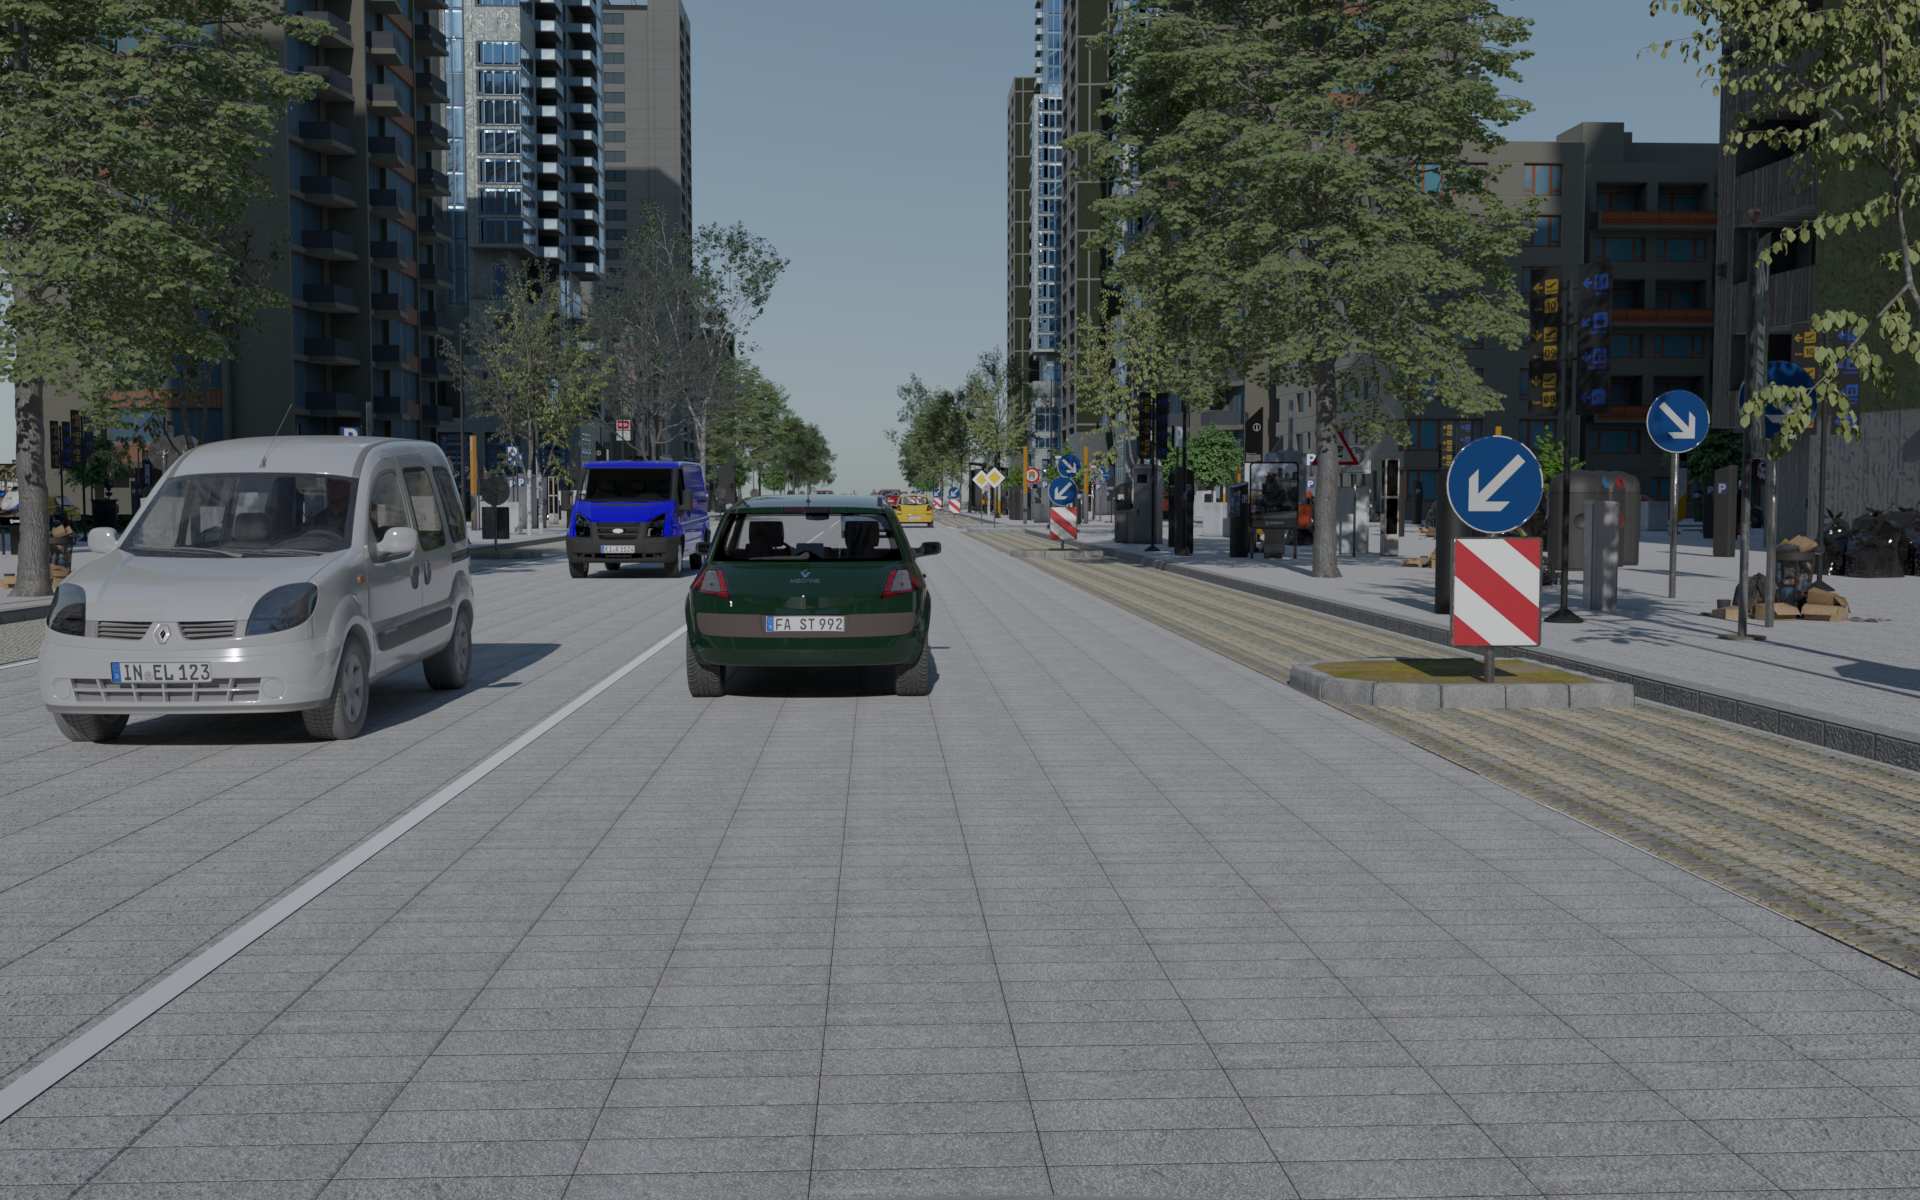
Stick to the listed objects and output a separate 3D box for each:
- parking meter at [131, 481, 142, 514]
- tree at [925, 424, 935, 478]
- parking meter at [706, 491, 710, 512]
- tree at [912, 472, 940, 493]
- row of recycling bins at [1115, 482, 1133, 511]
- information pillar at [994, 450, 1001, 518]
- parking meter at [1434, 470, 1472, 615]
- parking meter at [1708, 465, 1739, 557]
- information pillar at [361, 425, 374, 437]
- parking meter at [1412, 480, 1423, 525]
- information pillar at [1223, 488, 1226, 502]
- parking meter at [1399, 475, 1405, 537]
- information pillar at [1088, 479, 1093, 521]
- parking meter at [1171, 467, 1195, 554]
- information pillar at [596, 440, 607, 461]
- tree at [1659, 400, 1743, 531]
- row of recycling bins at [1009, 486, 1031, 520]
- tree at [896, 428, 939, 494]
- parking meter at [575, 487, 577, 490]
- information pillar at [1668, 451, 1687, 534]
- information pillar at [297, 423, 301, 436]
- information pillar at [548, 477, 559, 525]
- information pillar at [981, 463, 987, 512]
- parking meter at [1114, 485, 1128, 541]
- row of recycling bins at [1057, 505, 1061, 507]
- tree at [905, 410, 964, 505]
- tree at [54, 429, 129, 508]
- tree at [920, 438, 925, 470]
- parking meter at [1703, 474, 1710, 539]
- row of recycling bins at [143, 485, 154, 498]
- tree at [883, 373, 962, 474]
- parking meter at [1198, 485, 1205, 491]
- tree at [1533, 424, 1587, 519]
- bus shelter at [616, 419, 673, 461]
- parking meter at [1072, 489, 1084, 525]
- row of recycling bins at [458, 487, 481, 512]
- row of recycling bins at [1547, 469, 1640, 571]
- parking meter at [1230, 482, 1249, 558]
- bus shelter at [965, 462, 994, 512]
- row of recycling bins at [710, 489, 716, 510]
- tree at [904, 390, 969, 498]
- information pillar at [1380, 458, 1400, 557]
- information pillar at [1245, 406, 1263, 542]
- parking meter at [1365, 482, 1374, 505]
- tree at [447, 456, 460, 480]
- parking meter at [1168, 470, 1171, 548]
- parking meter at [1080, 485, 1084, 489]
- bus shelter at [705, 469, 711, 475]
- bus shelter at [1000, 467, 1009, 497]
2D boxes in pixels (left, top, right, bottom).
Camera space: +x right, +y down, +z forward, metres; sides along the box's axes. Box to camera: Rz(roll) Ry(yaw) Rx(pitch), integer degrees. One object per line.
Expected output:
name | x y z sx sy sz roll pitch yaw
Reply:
parking meter | -36.365 -4.329 76.483 0.399 1.863 0.255 1 4 17
tree | -0.199 -12.555 155.637 4.737 8.622 4.395 0 3 0
parking meter | -17.632 -6.884 120.961 0.372 1.533 0.369 0 3 0
tree | -4.224 -16.165 248.013 4.285 4.588 4.351 0 3 0
row of recycling bins | 5.971 -3.278 60.715 1.069 1.692 3.534 0 4 8
information pillar | 1.998 -6.210 92.894 0.183 3.616 0.504 3 4 38
parking meter | 5.283 -0.619 18.533 0.372 1.533 0.369 0 3 0
parking meter | 15.549 -1.805 35.222 0.255 1.863 0.399 -2 4 -34
information pillar | -20.263 -4.158 59.345 0.504 3.616 0.183 -3 5 -42
parking meter | 19.285 -4.115 72.998 0.399 1.863 0.255 0 4 0
information pillar | 12.889 -5.690 84.380 0.183 3.616 0.504 1 4 11
parking meter | 13.134 -2.831 51.998 0.255 1.863 0.399 -3 5 -43
information pillar | 6.066 -4.696 81.264 0.304 2.012 0.304 0 4 7
parking meter | 4.801 -1.917 37.059 0.399 1.863 0.255 -3 5 -40
information pillar | -15.556 -5.122 75.098 0.504 3.616 0.183 1 4 9
tree | 26.208 -4.710 60.723 4.285 4.588 4.351 0 3 0
row of recycling bins | 2.963 -4.828 86.056 1.069 1.692 3.534 0 4 -4
tree | -6.396 -23.479 290.536 9.857 13.997 8.962 0 3 0
parking meter | -31.331 -8.307 141.526 0.255 1.863 0.399 -2 4 -23
information pillar | 22.970 -3.916 55.380 0.504 3.616 0.183 0 4 3
information pillar | -21.825 -4.031 57.268 0.183 3.616 0.504 -2 4 -26
information pillar | -17.112 -4.185 72.911 0.304 2.012 0.304 2 4 30
information pillar | 1.786 -8.238 126.048 0.504 3.616 0.183 -2 4 -32
parking meter | 4.396 -2.371 47.172 0.372 1.533 0.369 0 3 0
row of recycling bins | 6.246 -6.194 108.392 3.534 1.692 1.069 0 4 7
tree | -2.667 -17.172 206.518 9.928 11.665 9.643 0 3 0
tree | -41.293 -6.028 82.272 4.285 4.588 4.351 0 3 0
tree | -1.969 -13.928 178.089 4.737 8.622 4.395 0 3 0
parking meter | 21.642 -2.699 49.835 0.399 1.863 0.255 3 5 43
row of recycling bins | -36.949 -4.595 82.238 3.534 1.692 1.069 0 4 -5
tree | -5.615 -25.214 268.137 12.611 20.169 13.585 0 3 0
parking meter | 15.297 -6.368 109.835 0.399 1.863 0.255 -2 4 -28
tree | 16.310 -3.284 48.292 1.663 3.219 1.824 0 3 0
bus shelter | -17.528 -7.238 95.965 2.179 5.291 8.768 0 4 -3
parking meter | 4.886 -3.923 72.545 0.372 1.533 0.369 0 3 0
row of recycling bins | -29.551 -5.958 104.523 3.534 1.692 1.069 -2 4 -28
row of recycling bins | 11.054 -1.415 30.248 1.069 1.692 3.534 2 4 34
parking meter | 5.663 -1.634 35.132 0.372 1.533 0.369 0 3 0
bus shelter | 1.415 -8.451 129.459 1.731 3.624 6.357 0 4 -3
row of recycling bins | -20.232 -8.110 139.712 3.534 1.692 1.069 -1 4 -22
tree | -2.380 -16.546 188.648 7.486 12.596 7.792 0 3 0
information pillar | 8.825 -1.900 35.562 0.304 2.012 0.304 0 4 -4
information pillar | 7.891 -3.369 46.441 0.504 3.616 0.183 2 4 30
parking meter | 18.934 -4.554 80.161 0.399 1.863 0.255 0 4 8
tree | -23.041 -5.009 76.498 1.663 3.219 1.824 0 3 0
parking meter | 5.148 -2.195 41.599 0.255 1.863 0.399 1 4 12
parking meter | 7.465 -6.089 105.263 0.255 1.863 0.399 -2 4 -31
bus shelter | -19.240 -8.038 125.337 2.014 3.302 5.546 0 4 -3
bus shelter | 3.055 -9.395 144.884 1.731 3.624 6.357 0 4 -3
